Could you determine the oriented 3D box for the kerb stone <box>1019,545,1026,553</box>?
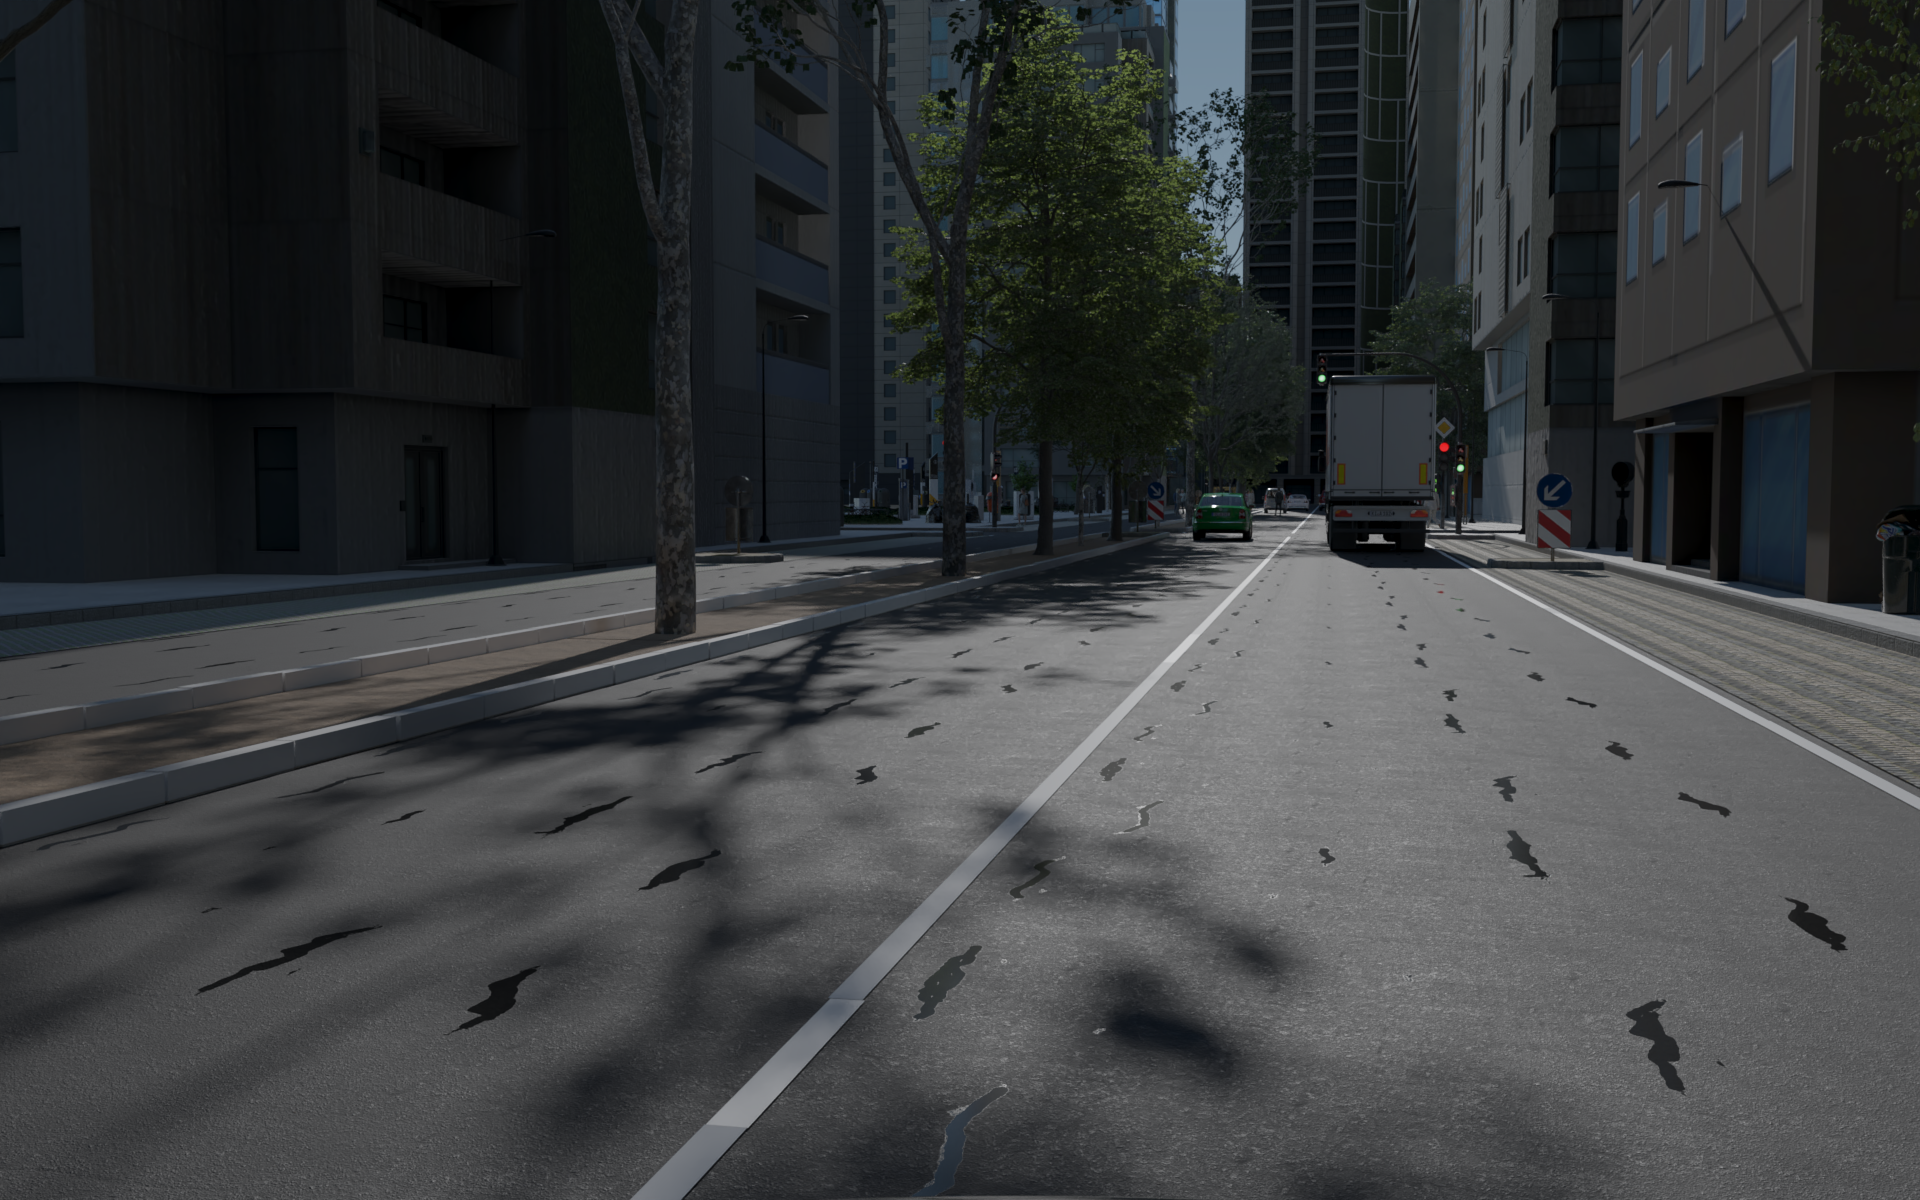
[{"bbox_3d":[1.399,-1.215,42.058,0.120,0.150,1.000,1,4,12],"label":"kerb stone"}]

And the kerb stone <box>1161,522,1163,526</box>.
[{"bbox_3d":[8.788,-3.332,76.674,0.120,0.150,1.000,1,4,12],"label":"kerb stone"}]

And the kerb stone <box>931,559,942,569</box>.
[{"bbox_3d":[-0.531,-0.664,33.048,0.120,0.150,1.000,1,4,12],"label":"kerb stone"}]

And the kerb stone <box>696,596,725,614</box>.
[{"bbox_3d":[-3.106,0.072,21.012,0.120,0.150,1.000,1,4,12],"label":"kerb stone"}]

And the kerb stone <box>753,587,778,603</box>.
[{"bbox_3d":[-2.673,-0.051,23.022,0.120,0.150,1.000,1,4,12],"label":"kerb stone"}]

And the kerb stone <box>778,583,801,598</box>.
[{"bbox_3d":[-2.454,-0.112,24.025,0.120,0.150,1.000,1,4,12],"label":"kerb stone"}]

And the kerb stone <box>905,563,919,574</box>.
[{"bbox_3d":[-0.954,-0.541,31.036,0.120,0.150,1.000,1,4,12],"label":"kerb stone"}]

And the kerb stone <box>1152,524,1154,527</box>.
[{"bbox_3d":[7.942,-3.087,72.663,0.120,0.150,1.000,1,4,12],"label":"kerb stone"}]

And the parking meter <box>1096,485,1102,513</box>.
[{"bbox_3d":[9.227,-6.680,114.922,0.399,1.863,0.255,0,4,-8],"label":"parking meter"}]

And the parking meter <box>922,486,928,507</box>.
[{"bbox_3d":[-2.471,-7.109,121.943,0.255,1.863,0.399,-2,4,-27],"label":"parking meter"}]

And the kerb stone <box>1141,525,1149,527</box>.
[{"bbox_3d":[7.515,-2.964,70.655,0.120,0.150,1.000,1,4,12],"label":"kerb stone"}]

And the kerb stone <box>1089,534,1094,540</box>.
[{"bbox_3d":[3.972,-1.951,54.102,0.120,0.150,1.000,1,4,12],"label":"kerb stone"}]

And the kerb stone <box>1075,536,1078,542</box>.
[{"bbox_3d":[3.333,-1.765,51.083,0.120,0.150,1.000,1,4,12],"label":"kerb stone"}]

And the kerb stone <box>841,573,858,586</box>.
[{"bbox_3d":[-1.817,-0.290,27.032,0.120,0.150,1.000,1,4,12],"label":"kerb stone"}]

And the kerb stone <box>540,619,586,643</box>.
[{"bbox_3d":[-3.962,0.318,16.997,0.120,0.150,1.000,1,4,12],"label":"kerb stone"}]

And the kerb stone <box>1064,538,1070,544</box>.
[{"bbox_3d":[2.904,-1.644,49.074,0.120,0.150,1.000,1,4,12],"label":"kerb stone"}]

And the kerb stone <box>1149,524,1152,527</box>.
[{"bbox_3d":[7.727,-3.025,71.655,0.120,0.150,1.000,1,4,12],"label":"kerb stone"}]

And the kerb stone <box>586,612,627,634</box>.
[{"bbox_3d":[-3.746,0.256,18.008,0.120,0.150,1.000,1,4,12],"label":"kerb stone"}]

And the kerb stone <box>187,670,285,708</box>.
[{"bbox_3d":[-5.037,0.625,11.983,0.120,0.150,1.000,1,4,12],"label":"kerb stone"}]

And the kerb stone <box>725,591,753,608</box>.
[{"bbox_3d":[-2.883,0.011,22.009,0.120,0.150,1.000,1,4,12],"label":"kerb stone"}]

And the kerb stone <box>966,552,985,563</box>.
[{"bbox_3d":[0.333,-0.907,37.050,0.120,0.150,1.000,1,4,12],"label":"kerb stone"}]

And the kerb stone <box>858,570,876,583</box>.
[{"bbox_3d":[-1.595,-0.357,28.031,0.120,0.150,1.000,1,4,12],"label":"kerb stone"}]

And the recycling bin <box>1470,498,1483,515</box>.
[{"bbox_3d":[31.770,-5.736,106.337,0.722,1.027,0.722,0,4,6],"label":"recycling bin"}]

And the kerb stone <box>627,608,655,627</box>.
[{"bbox_3d":[-3.536,0.195,19.012,0.120,0.150,1.000,1,4,12],"label":"kerb stone"}]

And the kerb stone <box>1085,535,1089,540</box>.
[{"bbox_3d":[3.761,-1.890,53.094,0.120,0.150,1.000,1,4,12],"label":"kerb stone"}]

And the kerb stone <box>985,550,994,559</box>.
[{"bbox_3d":[0.544,-0.970,38.050,0.120,0.150,1.000,1,4,12],"label":"kerb stone"}]

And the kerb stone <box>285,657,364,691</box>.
[{"bbox_3d":[-4.817,0.570,12.982,0.120,0.150,1.000,1,4,12],"label":"kerb stone"}]

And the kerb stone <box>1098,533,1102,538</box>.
[{"bbox_3d":[4.407,-2.074,56.109,0.120,0.150,1.000,1,4,12],"label":"kerb stone"}]

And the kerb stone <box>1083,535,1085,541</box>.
[{"bbox_3d":[3.547,-1.828,52.088,0.120,0.150,1.000,1,4,12],"label":"kerb stone"}]

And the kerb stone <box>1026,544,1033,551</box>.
[{"bbox_3d":[1.614,-1.276,43.059,0.120,0.150,1.000,1,4,12],"label":"kerb stone"}]

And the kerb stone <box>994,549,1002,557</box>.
[{"bbox_3d":[0.748,-1.031,39.051,0.120,0.150,1.000,1,4,12],"label":"kerb stone"}]

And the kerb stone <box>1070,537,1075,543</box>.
[{"bbox_3d":[3.114,-1.703,50.085,0.120,0.150,1.000,1,4,12],"label":"kerb stone"}]

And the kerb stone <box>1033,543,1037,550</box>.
[{"bbox_3d":[1.828,-1.337,44.066,0.120,0.150,1.000,1,4,12],"label":"kerb stone"}]

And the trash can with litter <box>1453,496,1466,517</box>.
[{"bbox_3d":[27.947,-5.218,96.701,0.624,1.170,1.055,-1,4,-17],"label":"trash can with litter"}]

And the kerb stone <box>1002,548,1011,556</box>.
[{"bbox_3d":[0.969,-1.092,40.049,0.120,0.150,1.000,1,4,12],"label":"kerb stone"}]

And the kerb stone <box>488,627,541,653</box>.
[{"bbox_3d":[-4.171,0.382,15.993,0.120,0.150,1.000,1,4,12],"label":"kerb stone"}]

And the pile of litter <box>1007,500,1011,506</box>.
[{"bbox_3d":[3.860,-7.469,136.075,1.719,0.858,1.176,0,4,1],"label":"pile of litter"}]

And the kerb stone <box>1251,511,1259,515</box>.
[{"bbox_3d":[21.360,-6.308,125.358,0.120,0.150,1.000,1,4,12],"label":"kerb stone"}]

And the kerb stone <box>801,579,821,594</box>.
[{"bbox_3d":[-2.242,-0.173,25.025,0.120,0.150,1.000,1,4,12],"label":"kerb stone"}]

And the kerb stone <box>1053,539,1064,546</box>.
[{"bbox_3d":[2.687,-1.583,48.073,0.120,0.150,1.000,1,4,12],"label":"kerb stone"}]

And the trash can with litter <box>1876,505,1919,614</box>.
[{"bbox_3d":[10.157,-0.450,18.740,0.624,1.170,1.055,1,4,18],"label":"trash can with litter"}]

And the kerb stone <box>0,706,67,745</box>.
[{"bbox_3d":[-5.455,0.747,9.982,0.120,0.150,1.000,1,4,12],"label":"kerb stone"}]

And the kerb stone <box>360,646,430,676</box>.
[{"bbox_3d":[-4.608,0.502,13.982,0.120,0.150,1.000,1,4,12],"label":"kerb stone"}]

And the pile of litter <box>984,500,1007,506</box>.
[{"bbox_3d":[2.374,-7.201,131.704,1.719,0.858,1.176,-1,4,-15],"label":"pile of litter"}]

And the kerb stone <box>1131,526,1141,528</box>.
[{"bbox_3d":[6.870,-2.780,67.646,0.120,0.150,1.000,1,4,12],"label":"kerb stone"}]

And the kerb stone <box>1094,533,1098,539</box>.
[{"bbox_3d":[4.188,-2.013,55.101,0.120,0.150,1.000,1,4,12],"label":"kerb stone"}]

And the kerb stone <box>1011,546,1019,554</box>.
[{"bbox_3d":[1.188,-1.150,41.054,0.120,0.150,1.000,1,4,12],"label":"kerb stone"}]

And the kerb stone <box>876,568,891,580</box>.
[{"bbox_3d":[-1.384,-0.415,29.031,0.120,0.150,1.000,1,4,12],"label":"kerb stone"}]

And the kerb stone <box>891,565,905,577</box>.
[{"bbox_3d":[-1.173,-0.479,30.031,0.120,0.150,1.000,1,4,12],"label":"kerb stone"}]

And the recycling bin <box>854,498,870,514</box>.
[{"bbox_3d":[-5.902,-5.595,104.037,0.722,1.027,0.722,-2,4,-33],"label":"recycling bin"}]

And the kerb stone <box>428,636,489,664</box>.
[{"bbox_3d":[-4.393,0.444,14.983,0.120,0.150,1.000,1,4,12],"label":"kerb stone"}]

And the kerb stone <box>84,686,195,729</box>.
[{"bbox_3d":[-5.242,0.692,10.982,0.120,0.150,1.000,1,4,12],"label":"kerb stone"}]

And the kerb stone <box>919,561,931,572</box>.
[{"bbox_3d":[-0.751,-0.602,32.038,0.120,0.150,1.000,1,4,12],"label":"kerb stone"}]

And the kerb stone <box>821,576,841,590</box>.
[{"bbox_3d":[-2.030,-0.234,26.024,0.120,0.150,1.000,1,4,12],"label":"kerb stone"}]

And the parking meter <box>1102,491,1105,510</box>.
[{"bbox_3d":[11.197,-7.783,135.657,0.372,1.533,0.369,0,3,0],"label":"parking meter"}]
